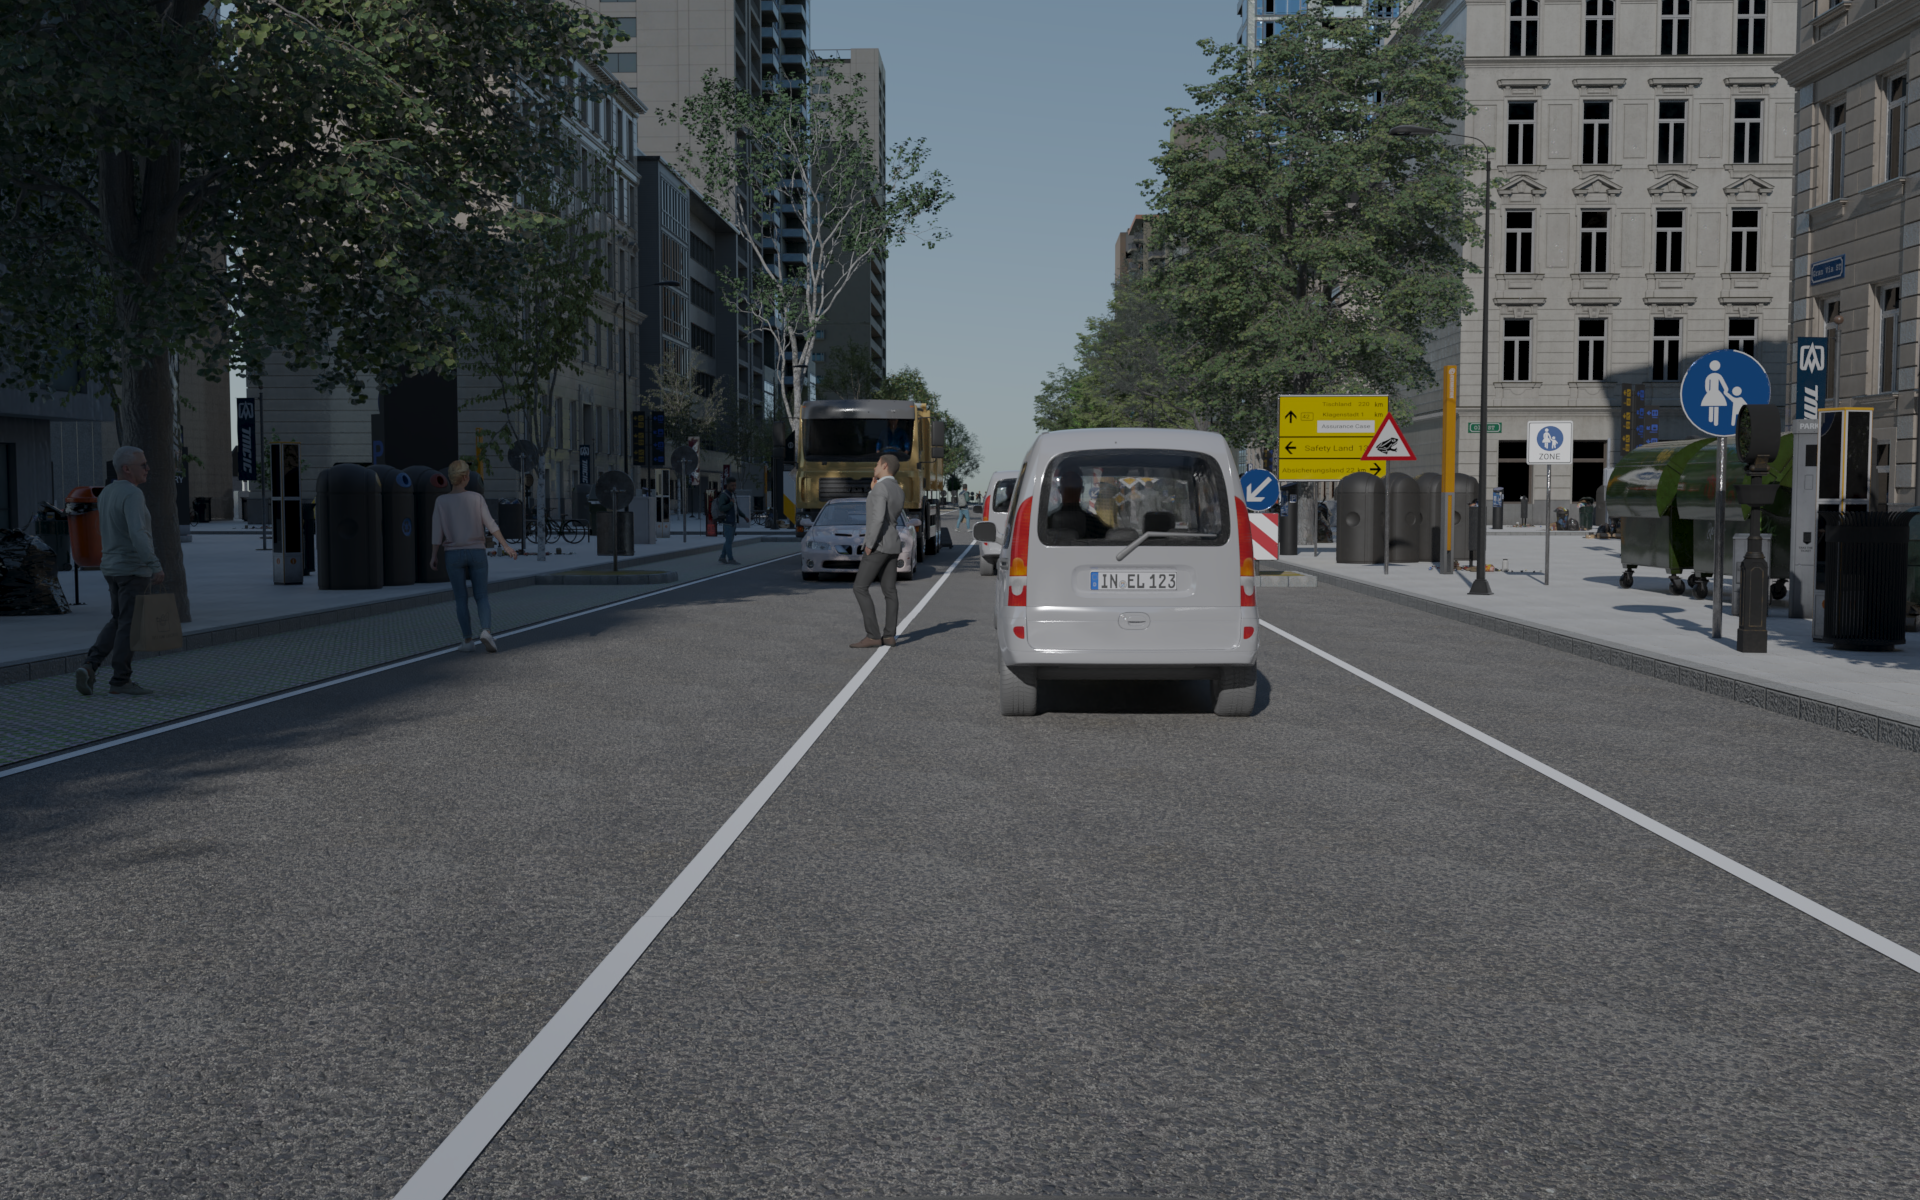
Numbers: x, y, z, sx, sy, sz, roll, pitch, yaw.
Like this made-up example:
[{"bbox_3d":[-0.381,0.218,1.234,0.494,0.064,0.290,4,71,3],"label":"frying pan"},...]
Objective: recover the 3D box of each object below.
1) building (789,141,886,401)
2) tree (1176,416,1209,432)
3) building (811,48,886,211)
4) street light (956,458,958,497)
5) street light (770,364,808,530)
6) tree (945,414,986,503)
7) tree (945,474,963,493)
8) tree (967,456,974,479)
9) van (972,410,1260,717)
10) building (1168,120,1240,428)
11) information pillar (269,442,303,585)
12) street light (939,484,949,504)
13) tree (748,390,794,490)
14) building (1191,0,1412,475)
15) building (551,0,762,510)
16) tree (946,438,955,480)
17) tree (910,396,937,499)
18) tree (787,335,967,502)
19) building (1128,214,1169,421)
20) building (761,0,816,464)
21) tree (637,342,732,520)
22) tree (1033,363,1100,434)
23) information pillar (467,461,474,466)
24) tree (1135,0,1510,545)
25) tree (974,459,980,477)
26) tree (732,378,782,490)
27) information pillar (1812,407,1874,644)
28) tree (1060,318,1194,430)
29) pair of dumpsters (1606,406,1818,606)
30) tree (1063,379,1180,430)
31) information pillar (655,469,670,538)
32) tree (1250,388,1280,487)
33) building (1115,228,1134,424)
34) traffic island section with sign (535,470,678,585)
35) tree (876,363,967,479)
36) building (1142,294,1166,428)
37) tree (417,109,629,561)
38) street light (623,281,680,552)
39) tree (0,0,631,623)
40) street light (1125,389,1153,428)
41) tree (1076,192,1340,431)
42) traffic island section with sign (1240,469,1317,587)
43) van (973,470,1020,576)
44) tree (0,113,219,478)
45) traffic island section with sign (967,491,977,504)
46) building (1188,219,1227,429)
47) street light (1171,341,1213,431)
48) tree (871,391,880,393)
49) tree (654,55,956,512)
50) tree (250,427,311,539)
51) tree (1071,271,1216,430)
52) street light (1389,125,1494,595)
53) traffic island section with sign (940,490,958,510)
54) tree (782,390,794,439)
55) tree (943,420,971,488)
[{"bbox_3d":[-22.223,-37.760,241.077,21.300,48.544,21.600,0,4,2],"label":"building"},{"bbox_3d":[16.559,-11.016,130.480,4.737,8.622,4.395,0,3,0],"label":"tree"},{"bbox_3d":[-20.412,-51.702,283.572,20.563,71.187,20.611,0,4,2],"label":"building"},{"bbox_3d":[-1.010,-15.174,220.632,1.470,5.913,1.316,0,4,2],"label":"street light"},{"bbox_3d":[-6.129,-5.485,62.216,1.470,5.913,1.316,0,4,2],"label":"street light"},{"bbox_3d":[-1.185,-21.601,263.539,12.009,13.543,11.850,0,3,0],"label":"tree"},{"bbox_3d":[-1.068,-17.925,276.789,4.285,4.588,4.351,0,3,0],"label":"tree"},{"bbox_3d":[-3.923,-14.622,173.479,7.601,10.594,8.767,-1,4,-19],"label":"tree"},{"bbox_3d":[1.091,-0.337,12.527,2.013,2.044,4.112,0,4,1],"label":"van"},{"bbox_3d":[30.077,-31.124,192.473,14.154,41.232,14.086,0,4,2],"label":"building"},{"bbox_3d":[-9.499,-1.220,24.435,0.304,2.012,0.304,3,4,39],"label":"information pillar"},{"bbox_3d":[-1.795,-13.722,196.902,1.470,5.913,1.316,0,4,2],"label":"street light"},{"bbox_3d":[-13.043,-10.488,121.844,4.737,8.622,4.395,0,3,0],"label":"tree"},{"bbox_3d":[33.181,-51.454,153.952,22.319,86.520,31.000,0,4,2],"label":"building"},{"bbox_3d":[-25.274,-43.256,145.493,20.563,71.187,20.611,0,4,2],"label":"building"},{"bbox_3d":[-2.517,-15.559,204.746,4.360,8.622,3.978,0,3,0],"label":"tree"},{"bbox_3d":[-4.260,-10.856,127.865,4.360,8.622,3.978,0,3,0],"label":"tree"},{"bbox_3d":[-5.558,-10.200,101.183,8.767,10.594,7.601,-3,5,-43],"label":"tree"},{"bbox_3d":[36.977,-37.306,264.580,22.147,44.769,28.867,0,4,2],"label":"building"},{"bbox_3d":[-25.375,-52.529,171.512,22.319,86.520,31.000,0,4,2],"label":"building"},{"bbox_3d":[-13.524,-8.212,84.627,4.360,8.622,3.978,0,3,0],"label":"tree"},{"bbox_3d":[11.632,-15.979,167.911,9.857,13.997,8.962,0,3,0],"label":"tree"},{"bbox_3d":[-10.848,-2.059,38.164,0.304,2.012,0.304,-1,4,-13],"label":"information pillar"},{"bbox_3d":[8.610,-8.363,43.390,9.857,13.997,8.962,0,3,0],"label":"tree"},{"bbox_3d":[-0.282,-21.933,293.018,8.767,10.594,7.601,1,4,19],"label":"tree"},{"bbox_3d":[-13.394,-9.497,105.632,4.360,8.622,3.978,0,3,0],"label":"tree"},{"bbox_3d":[7.563,-0.634,14.852,0.304,2.012,0.304,-1,4,-18],"label":"information pillar"},{"bbox_3d":[9.631,-10.469,96.922,9.928,11.665,9.643,0,3,0],"label":"tree"},{"bbox_3d":[9.469,-1.151,21.311,1.574,2.255,4.437,0,4,2],"label":"pair of dumpsters"},{"bbox_3d":[11.119,-11.439,121.435,8.767,10.594,7.601,-2,4,-35],"label":"tree"},{"bbox_3d":[-8.695,-2.824,50.663,0.304,2.012,0.304,3,5,40],"label":"information pillar"},{"bbox_3d":[17.521,-8.893,95.764,4.360,8.622,3.978,0,3,0],"label":"tree"},{"bbox_3d":[32.861,-38.918,286.415,14.600,45.320,14.200,0,4,2],"label":"building"},{"bbox_3d":[-5.650,-1.188,28.047,1.989,1.847,2.006,0,4,2],"label":"traffic island section with sign"},{"bbox_3d":[-4.626,-14.394,152.343,9.611,12.733,9.660,0,3,0],"label":"tree"},{"bbox_3d":[31.810,-28.804,242.638,14.160,30.474,14.107,0,4,2],"label":"building"},{"bbox_3d":[-8.215,-5.067,33.205,4.737,8.622,4.395,0,3,0],"label":"tree"},{"bbox_3d":[-6.782,-3.995,37.858,1.470,5.913,1.316,0,4,2],"label":"street light"},{"bbox_3d":[-7.938,-6.743,16.911,9.857,13.997,8.962,0,3,0],"label":"tree"},{"bbox_3d":[7.825,-6.289,75.358,1.470,5.913,1.316,0,4,2],"label":"street light"},{"bbox_3d":[9.550,-9.583,67.053,12.009,13.543,11.850,0,3,0],"label":"tree"},{"bbox_3d":[4.567,-1.170,27.757,1.989,1.847,2.006,0,4,2],"label":"traffic island section with sign"},{"bbox_3d":[1.218,-1.507,31.648,2.013,2.044,4.112,0,4,2],"label":"van"},{"bbox_3d":[-15.517,-4.991,31.959,4.737,8.622,4.395,0,3,0],"label":"tree"},{"bbox_3d":[2.009,-15.999,270.216,1.989,1.847,2.006,0,4,2],"label":"traffic island section with sign"},{"bbox_3d":[30.319,-24.867,178.275,14.160,30.474,14.107,0,4,2],"label":"building"},{"bbox_3d":[7.044,-4.876,52.270,1.470,5.913,1.316,0,4,2],"label":"street light"},{"bbox_3d":[-5.562,-10.274,118.347,4.737,8.622,4.395,0,3,0],"label":"tree"},{"bbox_3d":[-5.613,-13.275,72.938,12.611,20.169,13.585,0,3,0],"label":"tree"},{"bbox_3d":[-19.814,-3.384,49.925,1.663,3.219,1.824,0,3,0],"label":"tree"},{"bbox_3d":[9.420,-10.413,88.377,7.486,12.596,7.792,0,3,0],"label":"tree"},{"bbox_3d":[6.110,-3.023,21.974,1.470,5.913,1.316,0,4,2],"label":"street light"},{"bbox_3d":[-1.458,-9.296,160.624,1.989,1.847,2.006,0,4,2],"label":"traffic island section with sign"},{"bbox_3d":[-11.407,-9.870,111.733,4.360,8.622,3.978,0,3,0],"label":"tree"},{"bbox_3d":[-2.237,-18.780,232.815,9.928,11.665,9.643,0,3,0],"label":"tree"}]
